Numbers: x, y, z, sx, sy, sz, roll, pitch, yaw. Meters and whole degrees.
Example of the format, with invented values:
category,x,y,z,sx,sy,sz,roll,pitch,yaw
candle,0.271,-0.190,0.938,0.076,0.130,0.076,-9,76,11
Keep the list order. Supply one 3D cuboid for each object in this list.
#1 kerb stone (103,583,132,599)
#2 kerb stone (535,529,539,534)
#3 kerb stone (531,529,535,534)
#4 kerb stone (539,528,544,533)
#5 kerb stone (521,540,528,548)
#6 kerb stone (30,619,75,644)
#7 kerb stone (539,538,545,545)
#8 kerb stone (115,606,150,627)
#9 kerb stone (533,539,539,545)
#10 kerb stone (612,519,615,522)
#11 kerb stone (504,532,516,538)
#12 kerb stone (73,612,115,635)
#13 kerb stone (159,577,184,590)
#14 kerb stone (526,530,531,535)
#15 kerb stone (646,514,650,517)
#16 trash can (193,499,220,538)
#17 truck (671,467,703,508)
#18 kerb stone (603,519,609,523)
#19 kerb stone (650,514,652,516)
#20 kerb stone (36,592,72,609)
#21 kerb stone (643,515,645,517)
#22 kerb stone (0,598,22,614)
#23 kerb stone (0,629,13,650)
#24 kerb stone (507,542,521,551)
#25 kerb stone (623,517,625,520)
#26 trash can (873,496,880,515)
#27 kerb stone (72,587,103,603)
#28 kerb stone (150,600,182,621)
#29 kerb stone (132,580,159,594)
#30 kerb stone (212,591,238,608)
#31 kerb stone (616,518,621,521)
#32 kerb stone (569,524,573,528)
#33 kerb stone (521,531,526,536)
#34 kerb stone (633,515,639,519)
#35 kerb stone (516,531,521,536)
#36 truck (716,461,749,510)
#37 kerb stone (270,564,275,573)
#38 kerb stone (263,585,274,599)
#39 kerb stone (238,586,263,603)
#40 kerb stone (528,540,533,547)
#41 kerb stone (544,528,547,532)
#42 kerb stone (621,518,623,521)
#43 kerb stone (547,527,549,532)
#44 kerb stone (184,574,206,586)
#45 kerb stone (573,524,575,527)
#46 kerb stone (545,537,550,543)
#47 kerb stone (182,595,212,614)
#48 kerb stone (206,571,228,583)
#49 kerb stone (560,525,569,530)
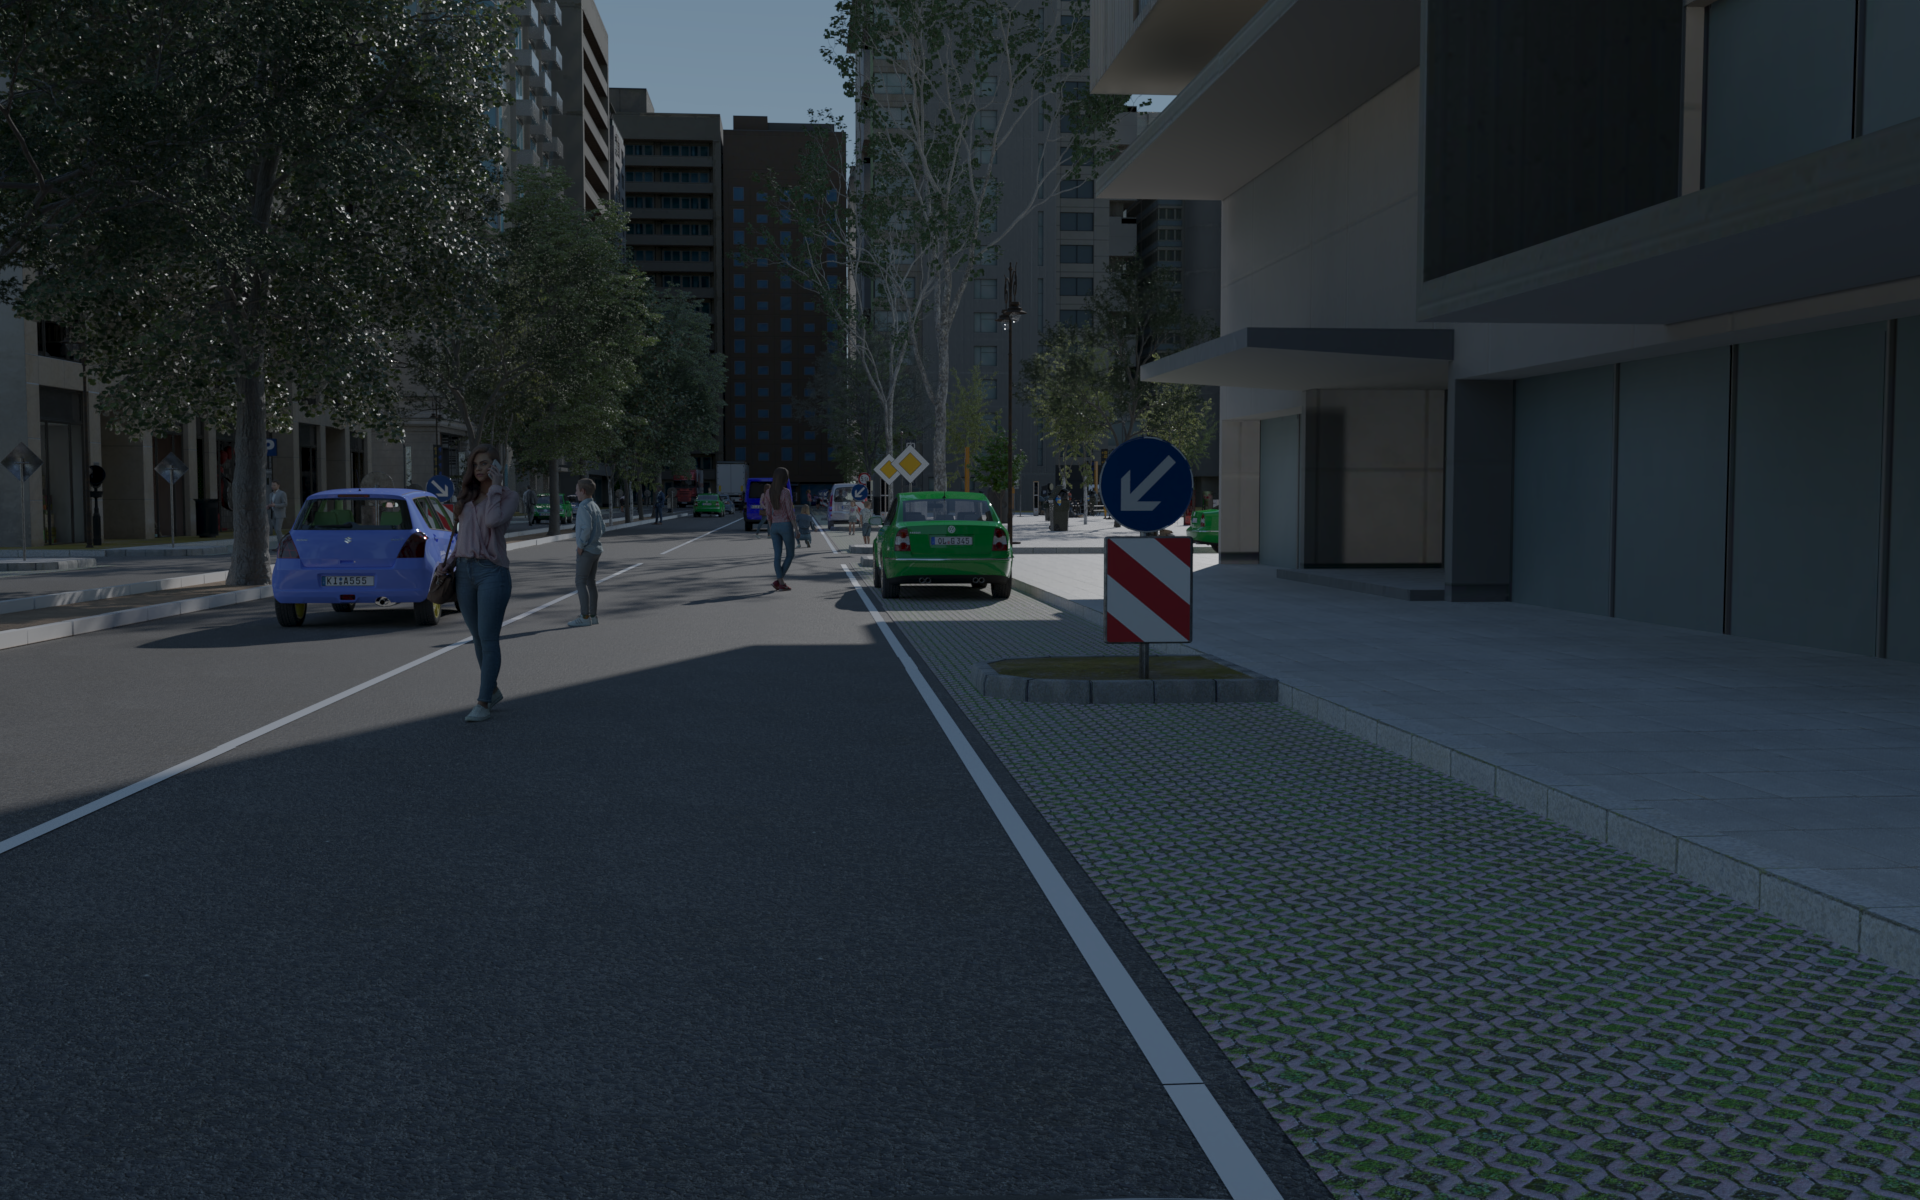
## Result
category,x,y,z,sx,sy,sz,roll,pitch,yaw
kerb stone,-11.743,-0.106,23.963,0.120,0.150,1.000,0,4,-5
kerb stone,-15.348,-2.450,62.255,0.120,0.150,1.000,0,4,-5
kerb stone,-15.253,-2.388,61.237,0.120,0.150,1.000,0,4,-5
kerb stone,-15.444,-2.508,63.279,0.120,0.150,1.000,0,4,-5
kerb stone,-11.724,-1.463,46.137,0.120,0.150,1.000,0,4,-5
kerb stone,-8.976,0.326,16.974,0.120,0.150,1.000,0,4,-5
kerb stone,-12.001,-1.651,49.191,0.120,0.150,1.000,0,4,-5
kerb stone,-9.171,0.194,19.018,0.120,0.150,1.000,0,4,-5
kerb stone,-11.924,-1.589,48.172,0.120,0.150,1.000,0,4,-5
kerb stone,-17.747,-4.012,87.784,0.120,0.150,1.000,0,4,-5
kerb stone,-14.864,-2.131,57.155,0.120,0.150,1.000,0,4,-5
kerb stone,-9.065,0.259,18.002,0.120,0.150,1.000,0,4,-5
kerb stone,-11.938,-0.233,26.005,0.120,0.150,1.000,0,4,-5
kerb stone,-15.157,-2.326,60.219,0.120,0.150,1.000,0,4,-5
kerb stone,-19.780,-5.322,109.202,0.120,0.150,1.000,0,4,-5
trash can,-22.108,-2.397,50.850,0.748,1.137,0.748,0,3,0
truck,-28.915,-11.939,184.119,2.839,4.237,11.283,0,4,-4
kerb stone,-17.657,-3.948,86.749,0.120,0.150,1.000,0,4,-5
kerb stone,-19.864,-5.383,110.221,0.120,0.150,1.000,0,4,-5
kerb stone,-11.548,0.017,21.920,0.120,0.150,1.000,0,4,-5
kerb stone,-19.383,-5.072,105.124,0.120,0.150,1.000,0,4,-5
kerb stone,-11.459,0.080,20.894,0.120,0.150,1.000,0,4,-5
kerb stone,-8.879,0.382,15.956,0.120,0.150,1.000,0,4,-5
kerb stone,-11.631,-1.402,45.119,0.120,0.150,1.000,0,4,-5
kerb stone,-18.239,-4.321,92.881,0.120,0.150,1.000,0,4,-5
trash can,-4.895,-5.650,104.027,0.748,1.137,0.748,0,3,0
kerb stone,-11.648,-0.045,22.938,0.120,0.150,1.000,0,4,-5
kerb stone,-9.266,0.132,20.036,0.120,0.150,1.000,0,4,-5
kerb stone,-11.841,-0.170,24.988,0.120,0.150,1.000,0,4,-5
kerb stone,-9.461,0.012,22.080,0.120,0.150,1.000,0,4,-5
kerb stone,-18.043,-4.199,90.841,0.120,0.150,1.000,0,4,-5
kerb stone,-16.212,-3.012,71.433,0.120,0.150,1.000,0,4,-5
kerb stone,-15.056,-2.260,59.190,0.120,0.150,1.000,0,4,-5
kerb stone,-19.198,-4.947,103.080,0.120,0.150,1.000,0,4,-5
kerb stone,-14.970,-2.200,58.171,0.120,0.150,1.000,0,4,-5
truck,-20.142,-10.132,154.566,2.839,4.237,11.283,0,4,-4
kerb stone,-12.416,-0.544,31.108,0.120,0.150,1.000,0,4,-5
kerb stone,-9.649,-0.118,24.127,0.120,0.150,1.000,0,4,-5
kerb stone,-9.555,-0.053,23.107,0.120,0.150,1.000,0,4,-5
kerb stone,-11.822,-1.527,47.155,0.120,0.150,1.000,0,4,-5
kerb stone,-15.544,-2.575,64.296,0.120,0.150,1.000,0,4,-5
kerb stone,-18.135,-4.261,91.864,0.120,0.150,1.000,0,4,-5
kerb stone,-15.644,-2.637,65.313,0.120,0.150,1.000,0,4,-5
kerb stone,-12.033,-0.293,27.029,0.120,0.150,1.000,0,4,-5
kerb stone,-16.305,-3.074,72.454,0.120,0.150,1.000,0,4,-5
kerb stone,-12.106,-1.711,50.208,0.120,0.150,1.000,0,4,-5
kerb stone,-9.361,0.071,21.062,0.120,0.150,1.000,0,4,-5
kerb stone,-12.125,-0.358,28.047,0.120,0.150,1.000,0,4,-5
kerb stone,-16.114,-2.948,70.403,0.120,0.150,1.000,0,4,-5
